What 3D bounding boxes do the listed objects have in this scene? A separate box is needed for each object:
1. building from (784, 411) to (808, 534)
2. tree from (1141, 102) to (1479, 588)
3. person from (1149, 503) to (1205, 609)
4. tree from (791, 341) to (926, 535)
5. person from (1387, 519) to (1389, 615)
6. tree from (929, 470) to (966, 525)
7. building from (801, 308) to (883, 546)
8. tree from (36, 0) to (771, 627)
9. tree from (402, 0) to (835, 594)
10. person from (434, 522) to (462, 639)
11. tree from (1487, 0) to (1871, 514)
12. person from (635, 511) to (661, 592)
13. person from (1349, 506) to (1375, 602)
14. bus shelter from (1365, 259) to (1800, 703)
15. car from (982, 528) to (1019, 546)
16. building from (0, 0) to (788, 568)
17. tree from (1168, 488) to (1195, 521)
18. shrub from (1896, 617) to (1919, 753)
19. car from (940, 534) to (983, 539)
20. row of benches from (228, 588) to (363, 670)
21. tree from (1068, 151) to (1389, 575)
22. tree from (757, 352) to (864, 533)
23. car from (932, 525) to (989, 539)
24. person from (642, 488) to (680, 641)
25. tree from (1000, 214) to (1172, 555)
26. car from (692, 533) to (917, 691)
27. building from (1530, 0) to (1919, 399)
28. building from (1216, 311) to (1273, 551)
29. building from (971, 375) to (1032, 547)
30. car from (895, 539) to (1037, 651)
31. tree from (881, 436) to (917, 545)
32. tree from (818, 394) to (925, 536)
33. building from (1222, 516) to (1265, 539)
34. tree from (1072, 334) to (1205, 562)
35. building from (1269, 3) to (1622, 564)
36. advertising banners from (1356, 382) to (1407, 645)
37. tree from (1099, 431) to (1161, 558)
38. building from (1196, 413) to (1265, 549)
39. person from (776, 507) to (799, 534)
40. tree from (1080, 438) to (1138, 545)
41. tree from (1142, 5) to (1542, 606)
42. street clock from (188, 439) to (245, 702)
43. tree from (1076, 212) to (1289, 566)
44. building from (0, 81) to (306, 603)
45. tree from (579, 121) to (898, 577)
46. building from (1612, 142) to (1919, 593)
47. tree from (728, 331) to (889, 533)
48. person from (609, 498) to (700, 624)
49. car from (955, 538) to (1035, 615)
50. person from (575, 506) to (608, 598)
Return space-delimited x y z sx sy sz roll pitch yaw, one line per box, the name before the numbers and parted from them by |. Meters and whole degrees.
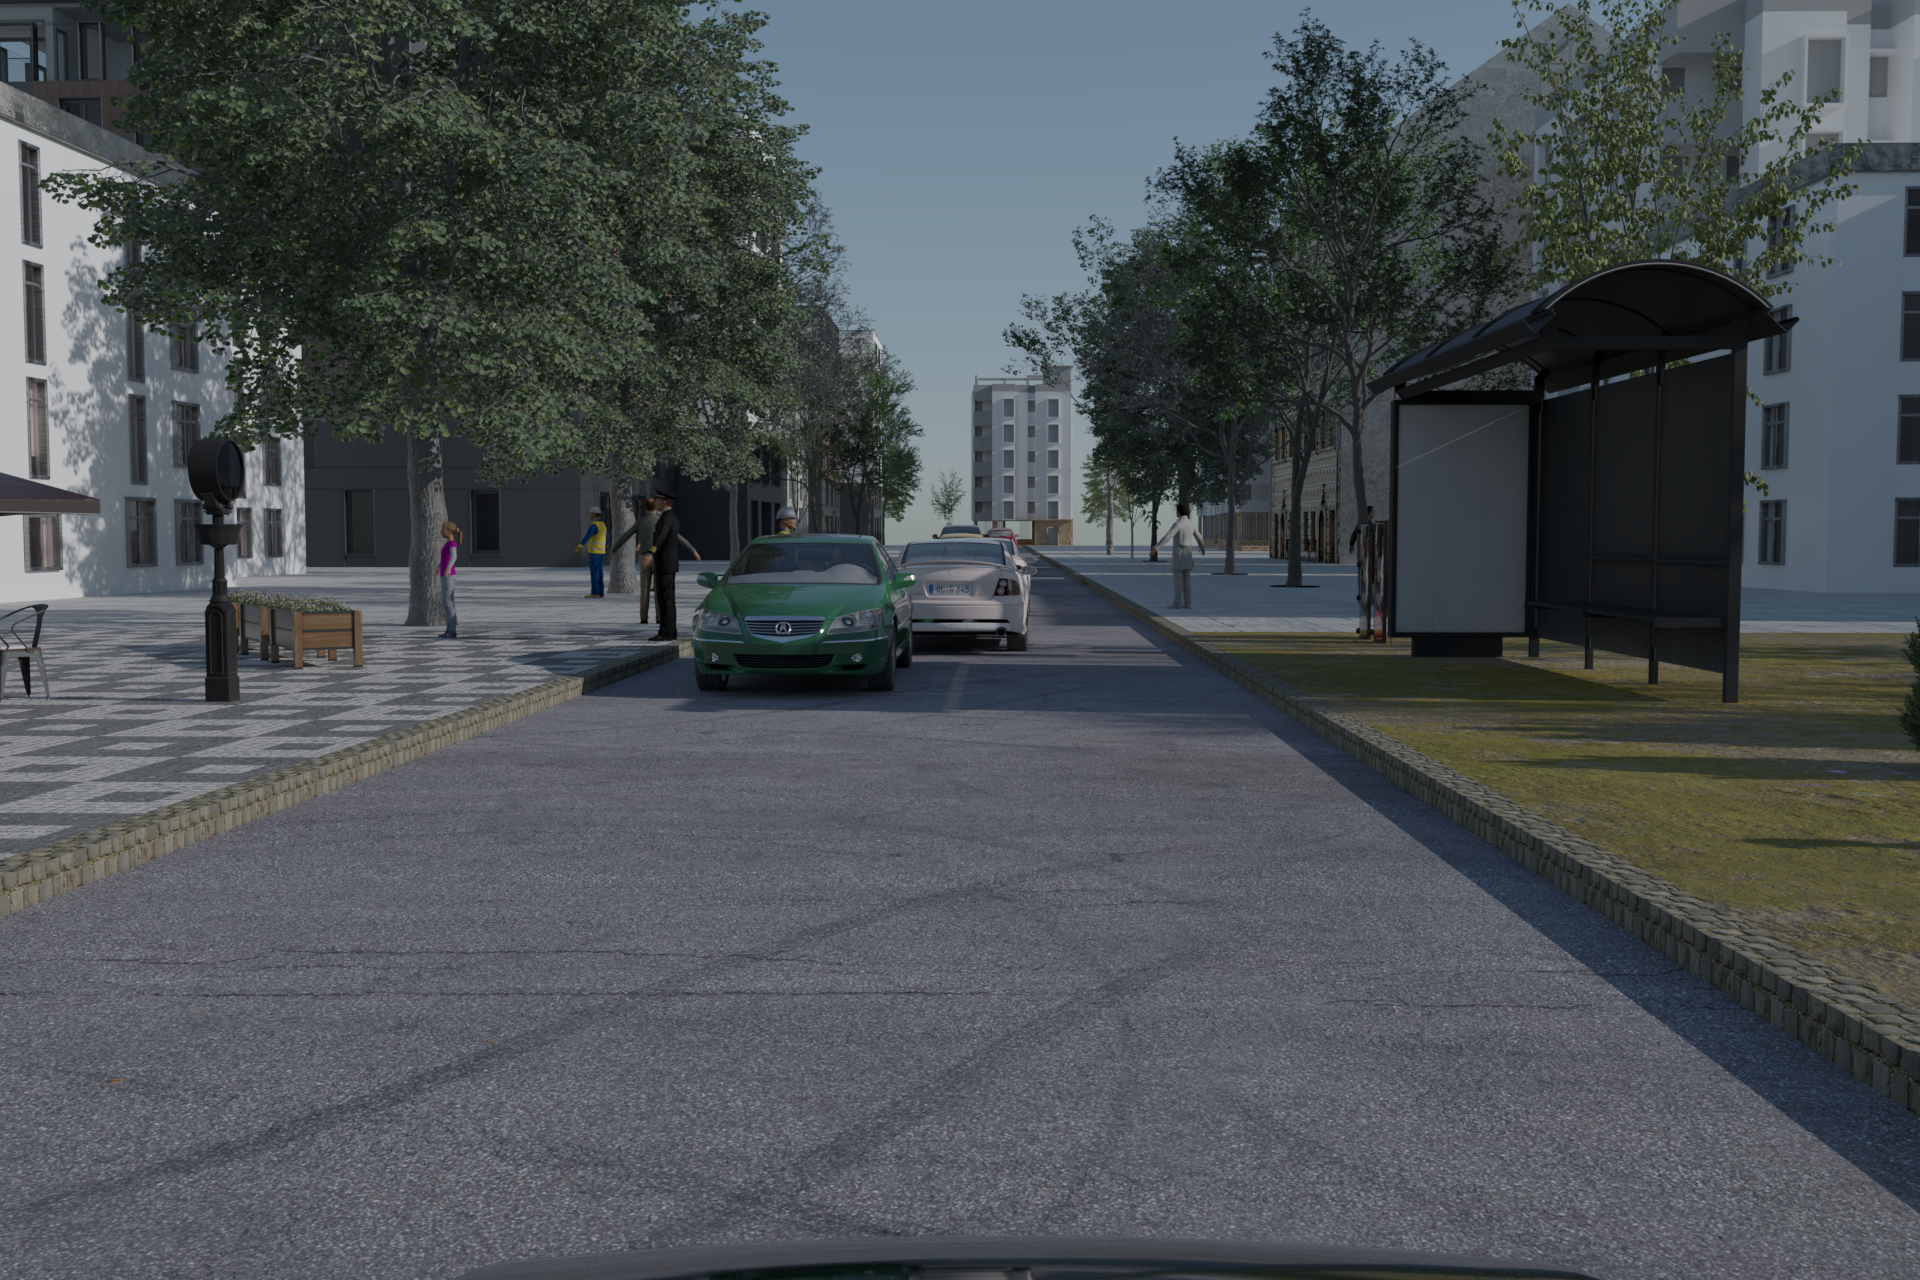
building | -21.039 -15.896 126.356 16.747 18.905 31.486 0 4 1
tree | 8.221 -7.069 41.332 9.928 11.665 9.643 0 3 0
person | 3.798 -1.446 29.825 1.347 1.806 0.705 -3 5 -40
tree | -5.703 -10.326 94.591 9.928 11.665 9.643 0 3 0
person | 6.921 -1.300 27.378 1.348 1.813 0.705 -3 5 -44
tree | -1.333 -14.931 194.479 4.737 8.622 4.395 0 3 0
building | -22.606 -20.033 171.507 27.936 21.610 32.646 0 4 1
tree | -7.413 -7.165 23.808 9.857 13.997 8.962 0 3 0
tree | -7.328 -7.964 36.867 9.857 13.997 8.962 0 3 0
person | -6.347 -0.735 21.284 0.599 1.433 0.991 -2 4 -24
tree | 8.079 -4.298 20.642 4.737 8.622 4.395 0 3 0
person | -6.736 -2.000 38.556 1.347 1.847 0.705 3 5 42
person | 7.643 -1.605 32.385 0.704 1.812 1.346 -1 4 -23
bus shelter | 5.209 -1.322 15.535 2.014 3.302 5.546 0 4 1
car | 2.455 -5.926 105.556 2.281 1.827 5.304 0 4 1
building | -24.358 -14.582 82.384 27.936 21.610 32.646 0 4 2
tree | 26.064 -14.969 195.111 4.360 8.622 3.978 0 3 0
shrub | 5.526 0.113 9.265 1.383 1.207 1.383 0 3 0
car | 0.055 -2.321 48.166 2.015 1.641 3.980 0 4 1
row of benches | -7.149 -0.167 18.196 1.422 0.672 4.104 -2 4 -33
tree | 8.631 -8.794 54.149 12.009 13.543 11.850 0 3 0
tree | -6.520 -7.179 67.733 4.360 8.622 3.978 0 3 0
car | 0.043 -3.758 70.113 2.281 1.827 5.304 0 4 1
person | -3.572 -0.912 20.847 0.705 1.837 1.347 0 4 2
tree | 8.072 -15.274 105.622 12.611 20.169 13.585 0 3 0
car | -1.462 -0.338 17.331 2.131 1.459 4.920 0 4 2
building | 27.458 -12.829 66.175 16.016 20.090 11.380 0 4 1
building | 26.264 -17.425 141.320 16.016 20.090 11.380 0 4 2
building | 1.650 -20.760 198.301 11.380 20.090 16.016 0 4 -2
car | -0.036 -0.626 22.600 2.083 1.381 4.827 0 4 2
tree | -8.350 -17.112 197.902 7.486 12.596 7.792 0 3 0
tree | -5.400 -10.544 106.800 7.601 10.594 8.767 -3 4 -37
building | 31.359 -19.732 179.045 16.016 20.090 11.380 0 4 1
tree | 9.162 -9.431 79.955 9.928 11.665 9.643 0 3 0
building | 25.382 -15.317 81.359 19.493 23.208 18.063 0 4 1
advertising banners | 4.965 -1.482 20.411 0.090 3.025 2.074 0 3 0
tree | 9.218 -8.595 90.897 4.737 8.622 4.395 0 3 0
building | 27.341 -18.647 161.296 16.016 20.090 11.380 0 4 2
person | -2.075 -0.784 21.741 0.721 1.772 1.216 0 4 0
tree | 17.259 -17.111 197.885 7.486 12.596 7.792 0 3 0
tree | 7.014 -5.908 31.014 7.601 10.594 8.767 1 4 23
street clock | -5.672 -0.532 13.264 0.358 2.002 0.471 0 4 3
tree | 9.018 -9.914 68.757 9.857 13.997 8.962 0 3 0
building | -22.180 -6.135 42.457 9.099 9.664 28.070 0 4 1
tree | -6.978 -8.680 52.295 12.009 13.543 11.850 0 3 0
building | 23.303 -5.823 37.353 9.099 9.664 28.070 0 4 2
tree | -6.513 -8.612 75.221 7.601 10.594 8.767 1 4 11
person | -4.392 -1.131 24.766 1.348 1.796 0.705 0 4 8
car | 0.363 -1.205 32.071 2.083 1.381 4.827 0 4 2
person | -7.314 -1.756 34.678 0.705 1.833 1.349 1 4 14
